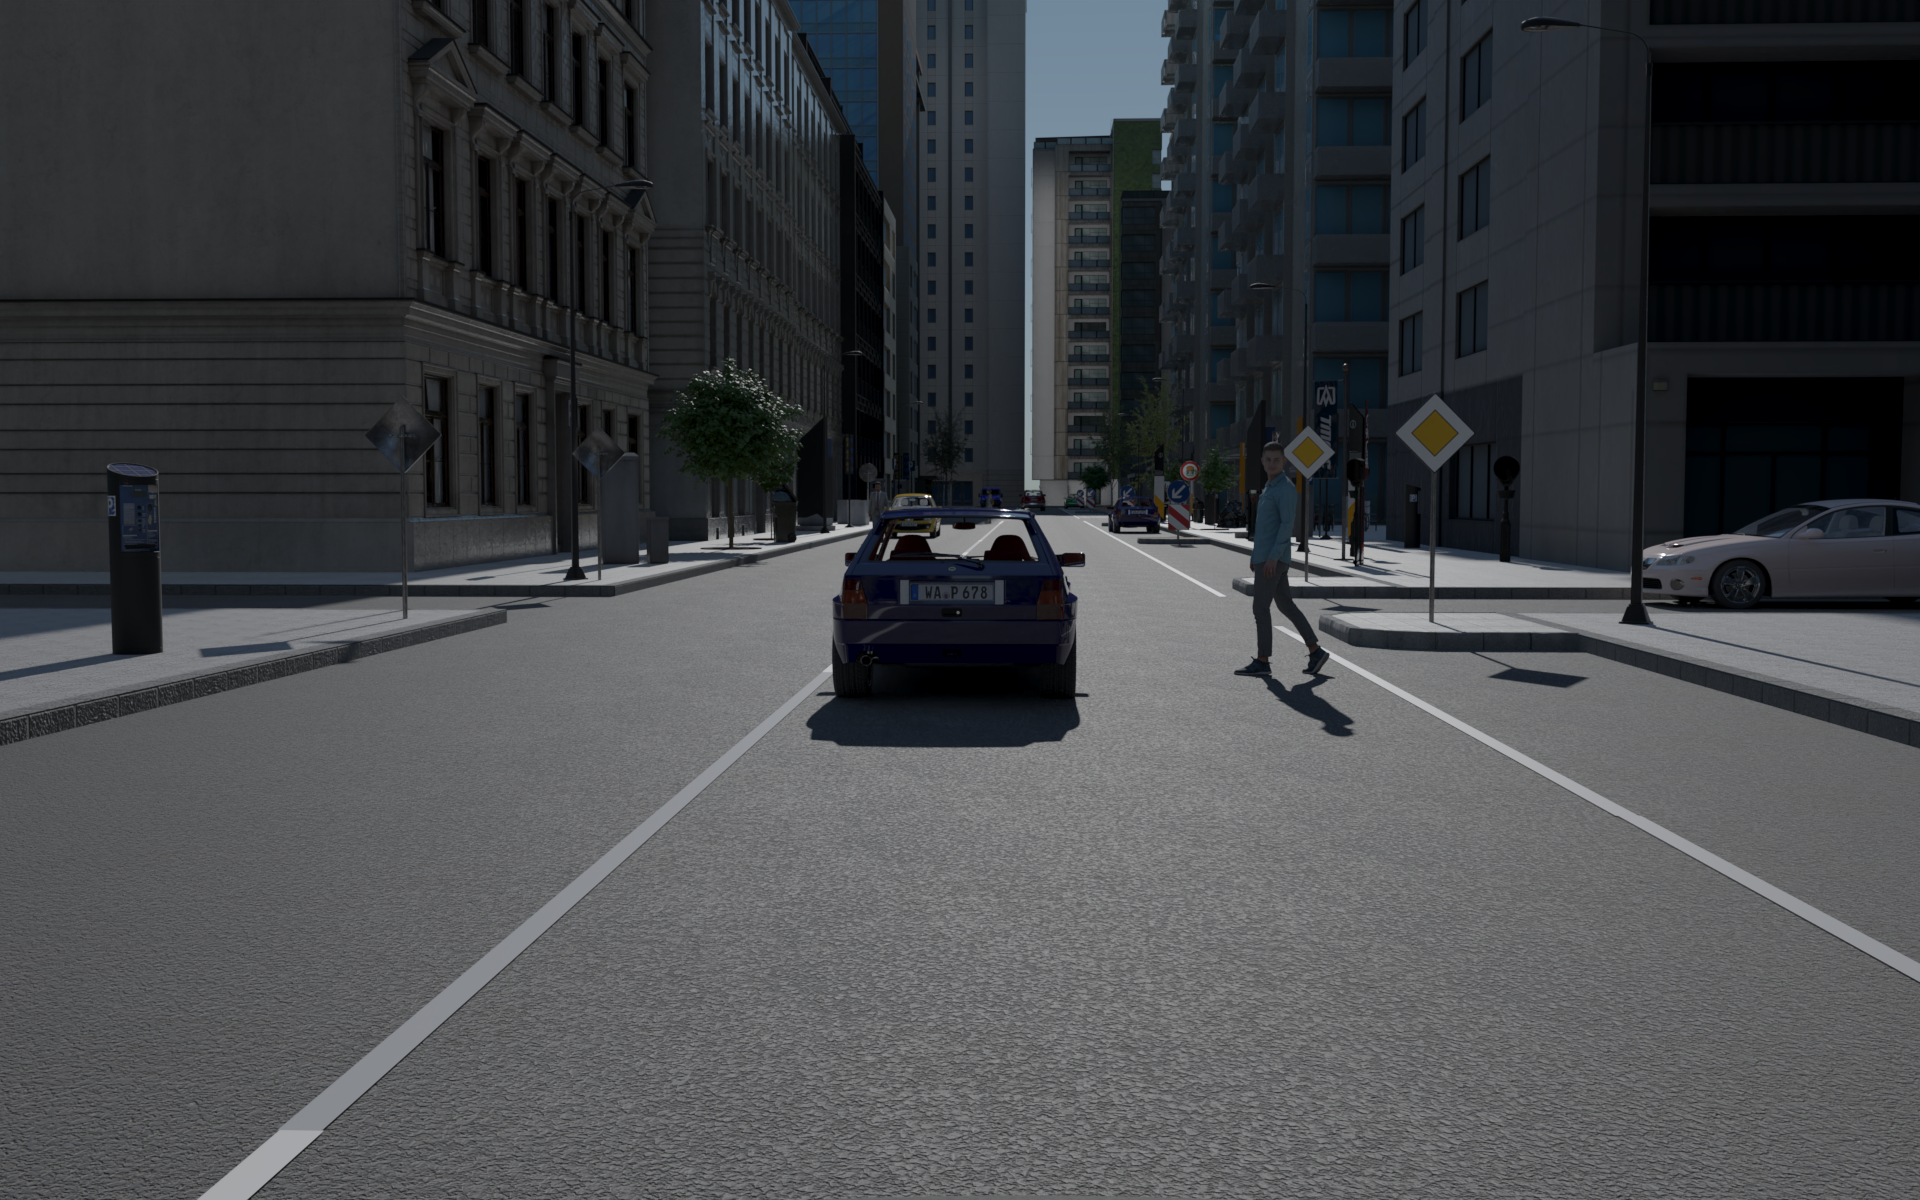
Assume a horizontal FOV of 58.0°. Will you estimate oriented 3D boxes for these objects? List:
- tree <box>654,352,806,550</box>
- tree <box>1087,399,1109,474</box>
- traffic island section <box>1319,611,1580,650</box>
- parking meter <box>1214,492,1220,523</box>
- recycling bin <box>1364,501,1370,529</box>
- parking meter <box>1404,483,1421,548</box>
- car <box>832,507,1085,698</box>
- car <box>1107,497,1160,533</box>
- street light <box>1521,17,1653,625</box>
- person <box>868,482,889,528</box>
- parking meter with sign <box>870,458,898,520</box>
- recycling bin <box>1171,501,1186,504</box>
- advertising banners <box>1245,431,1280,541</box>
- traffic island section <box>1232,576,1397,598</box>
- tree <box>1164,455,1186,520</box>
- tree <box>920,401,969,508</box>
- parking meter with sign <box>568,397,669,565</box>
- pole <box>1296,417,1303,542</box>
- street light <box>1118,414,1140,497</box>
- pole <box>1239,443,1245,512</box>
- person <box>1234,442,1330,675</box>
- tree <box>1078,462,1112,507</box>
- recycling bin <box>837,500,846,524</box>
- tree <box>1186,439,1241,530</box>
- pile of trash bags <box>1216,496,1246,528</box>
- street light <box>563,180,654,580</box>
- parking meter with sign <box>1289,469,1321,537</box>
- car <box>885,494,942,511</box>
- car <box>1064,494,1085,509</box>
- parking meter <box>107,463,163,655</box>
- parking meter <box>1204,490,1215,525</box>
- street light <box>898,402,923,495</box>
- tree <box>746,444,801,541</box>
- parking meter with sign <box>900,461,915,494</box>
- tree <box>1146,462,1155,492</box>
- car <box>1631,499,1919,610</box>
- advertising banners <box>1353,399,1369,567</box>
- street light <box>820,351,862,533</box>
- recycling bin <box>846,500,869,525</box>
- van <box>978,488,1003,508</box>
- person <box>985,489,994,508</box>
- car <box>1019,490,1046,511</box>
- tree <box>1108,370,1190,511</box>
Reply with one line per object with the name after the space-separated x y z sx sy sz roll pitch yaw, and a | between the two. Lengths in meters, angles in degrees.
-5.414 -3.465 40.362 4.285 4.588 4.351 0 3 0 | tree
11.747 -11.187 133.274 4.737 8.622 4.395 0 3 0 | tree
4.749 0.300 17.384 2.009 0.180 2.903 0 4 2 | traffic island section
11.259 -4.160 76.424 0.372 1.533 0.369 0 3 0 | parking meter
14.691 -3.132 63.763 0.722 1.027 0.722 1 4 19 | recycling bin
10.778 -2.008 41.236 0.372 1.533 0.369 0 3 0 | parking meter
0.020 -0.057 13.516 1.945 1.354 3.894 0 4 2 | car
6.525 -3.213 65.118 1.945 1.354 3.894 0 4 1 | car
6.163 -2.721 17.026 1.470 5.913 1.316 0 4 2 | street light
-2.403 -2.595 51.196 0.678 1.792 0.850 0 4 6 | person
-4.007 -5.378 84.199 1.738 3.016 0.543 1 4 9 | parking meter with sign
12.465 -5.297 99.167 0.722 1.027 0.722 -2 4 -31 | recycling bin
8.405 -3.163 47.908 0.090 3.025 2.074 2 4 35 | advertising banners
5.090 -0.188 25.362 2.009 0.180 2.903 0 4 2 | traffic island section
10.715 -5.524 84.923 1.663 3.219 1.824 0 3 0 | tree
-1.286 -11.394 136.647 4.360 8.622 3.978 0 3 0 | tree
-6.240 -2.168 31.713 1.738 3.016 0.543 -1 4 -22 | parking meter with sign
9.067 -3.198 46.132 0.158 3.312 0.155 0 3 0 | pole
9.798 -7.804 100.134 1.470 5.913 1.316 0 4 2 | street light
11.173 -4.572 68.593 0.158 3.312 0.155 0 3 0 | pole
2.550 -0.325 13.674 0.748 1.841 0.638 1 4 11 | person
13.334 -11.489 171.553 4.285 4.588 4.351 0 3 0 | tree
-4.823 -3.817 74.959 0.722 1.027 0.722 3 5 44 | recycling bin
9.047 -4.077 61.267 1.663 3.219 1.824 0 3 0 | tree
11.242 -3.484 66.720 1.912 1.369 3.447 2 4 30 | pile of trash bags
-5.232 -3.258 25.802 1.470 5.913 1.316 0 4 2 | street light
10.271 -3.411 52.037 0.543 3.016 1.738 -2 4 -29 | parking meter with sign
-1.566 -2.908 57.762 2.015 1.641 3.980 0 4 2 | car
10.795 -9.474 163.689 1.959 1.807 4.718 0 4 1 | car
-6.638 -0.338 13.937 0.372 1.533 0.369 0 3 0 | parking meter
10.463 -4.095 72.667 0.399 1.863 0.255 -3 4 -37 | parking meter
-2.541 -7.008 87.118 1.470 5.913 1.316 0 4 2 | street light
-5.132 -3.267 48.018 1.663 3.219 1.824 0 3 0 | tree
-3.201 -5.713 89.668 1.738 3.016 0.543 -2 4 -35 | parking meter with sign
10.504 -5.833 89.968 1.663 3.219 1.824 0 3 0 | tree
11.169 -0.607 22.283 4.827 1.381 2.083 0 4 2 | car
7.296 -2.155 31.429 0.090 3.025 2.074 1 4 19 | advertising banners
-3.877 -5.133 56.459 1.470 5.913 1.316 0 4 2 | street light
-4.145 -3.588 71.210 0.722 1.027 0.722 1 4 10 | recycling bin
2.854 -9.465 159.131 2.240 2.365 5.245 0 4 2 | van
1.433 -4.655 85.608 0.522 1.701 0.512 0 4 6 | person
6.182 -8.462 147.023 2.281 1.827 5.304 0 4 0 | car
11.660 -9.354 103.292 4.737 8.622 4.395 0 3 0 | tree
